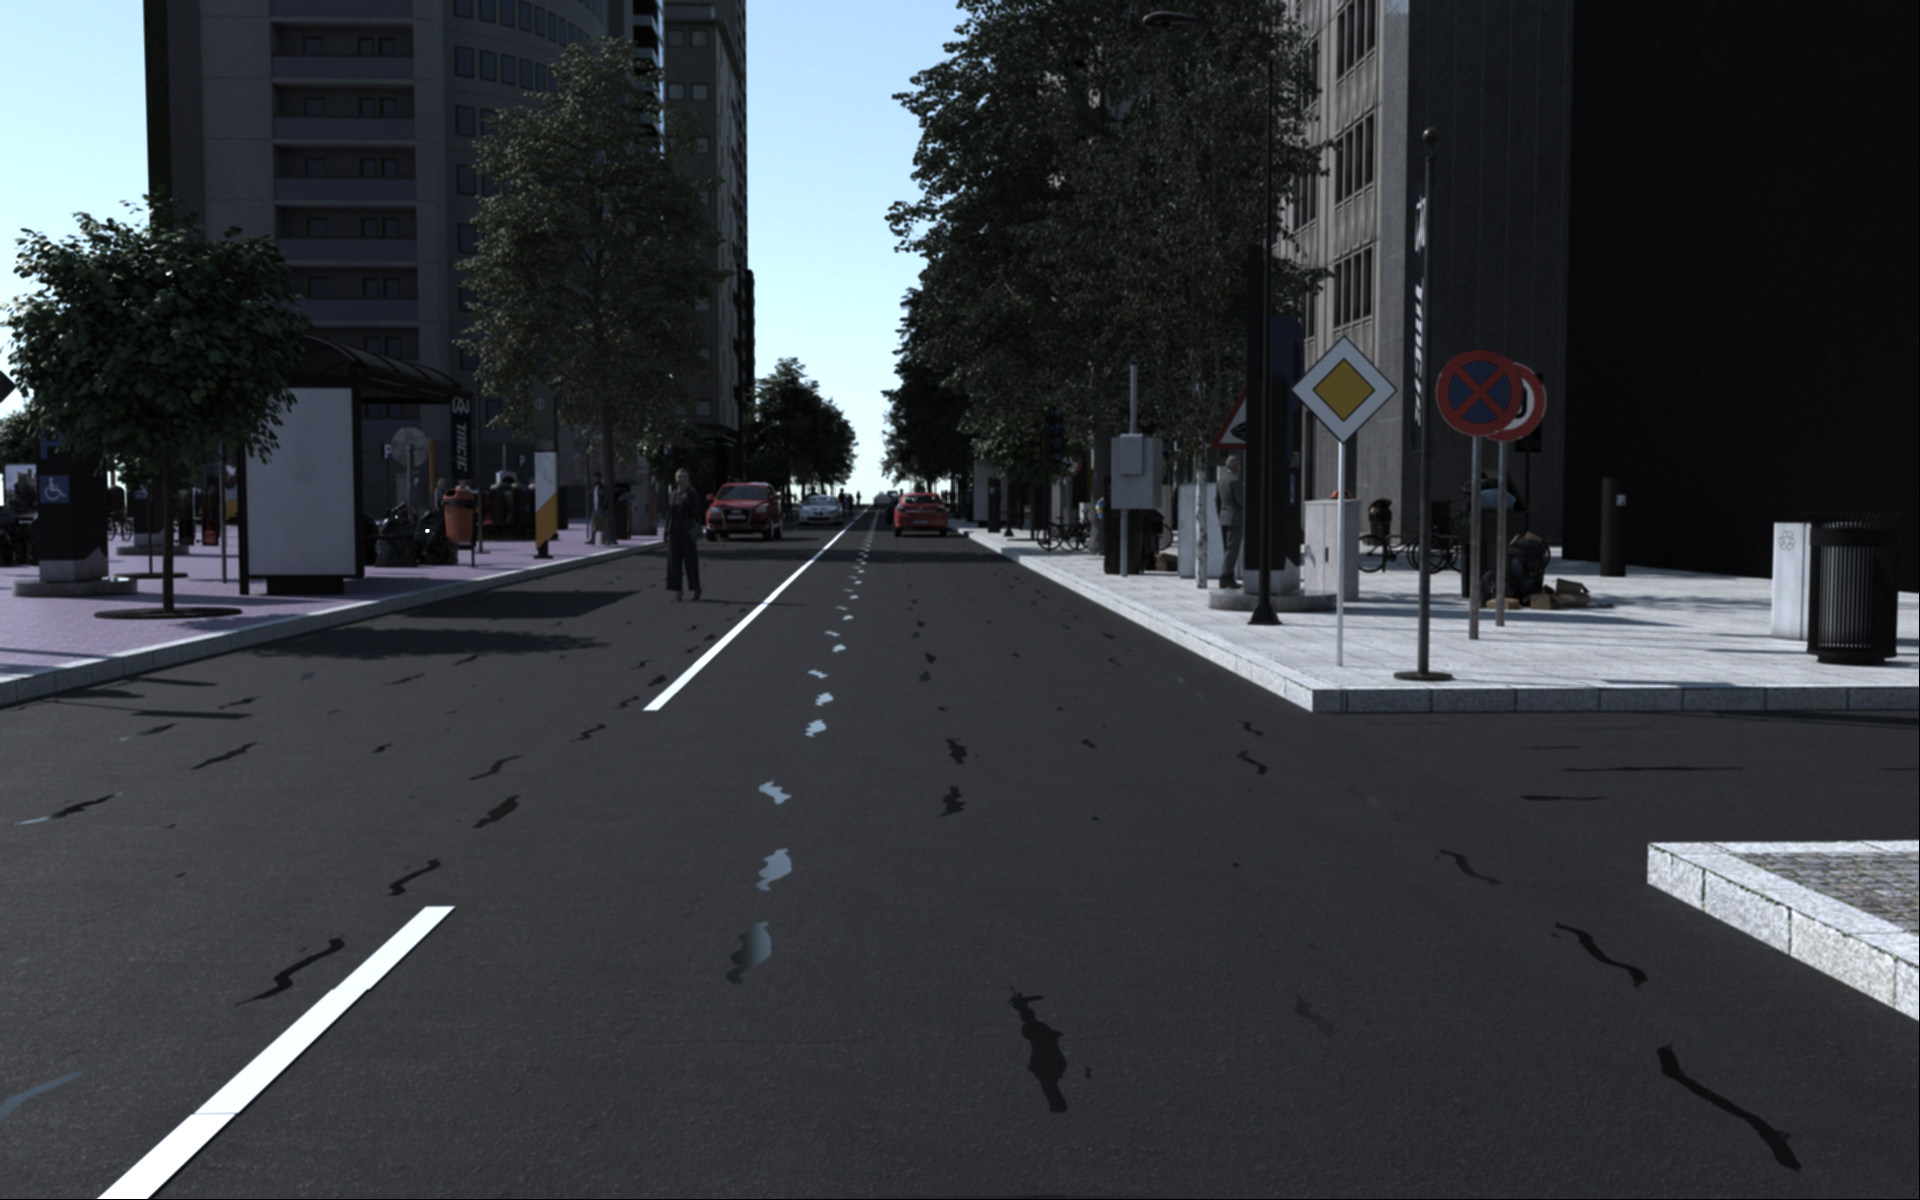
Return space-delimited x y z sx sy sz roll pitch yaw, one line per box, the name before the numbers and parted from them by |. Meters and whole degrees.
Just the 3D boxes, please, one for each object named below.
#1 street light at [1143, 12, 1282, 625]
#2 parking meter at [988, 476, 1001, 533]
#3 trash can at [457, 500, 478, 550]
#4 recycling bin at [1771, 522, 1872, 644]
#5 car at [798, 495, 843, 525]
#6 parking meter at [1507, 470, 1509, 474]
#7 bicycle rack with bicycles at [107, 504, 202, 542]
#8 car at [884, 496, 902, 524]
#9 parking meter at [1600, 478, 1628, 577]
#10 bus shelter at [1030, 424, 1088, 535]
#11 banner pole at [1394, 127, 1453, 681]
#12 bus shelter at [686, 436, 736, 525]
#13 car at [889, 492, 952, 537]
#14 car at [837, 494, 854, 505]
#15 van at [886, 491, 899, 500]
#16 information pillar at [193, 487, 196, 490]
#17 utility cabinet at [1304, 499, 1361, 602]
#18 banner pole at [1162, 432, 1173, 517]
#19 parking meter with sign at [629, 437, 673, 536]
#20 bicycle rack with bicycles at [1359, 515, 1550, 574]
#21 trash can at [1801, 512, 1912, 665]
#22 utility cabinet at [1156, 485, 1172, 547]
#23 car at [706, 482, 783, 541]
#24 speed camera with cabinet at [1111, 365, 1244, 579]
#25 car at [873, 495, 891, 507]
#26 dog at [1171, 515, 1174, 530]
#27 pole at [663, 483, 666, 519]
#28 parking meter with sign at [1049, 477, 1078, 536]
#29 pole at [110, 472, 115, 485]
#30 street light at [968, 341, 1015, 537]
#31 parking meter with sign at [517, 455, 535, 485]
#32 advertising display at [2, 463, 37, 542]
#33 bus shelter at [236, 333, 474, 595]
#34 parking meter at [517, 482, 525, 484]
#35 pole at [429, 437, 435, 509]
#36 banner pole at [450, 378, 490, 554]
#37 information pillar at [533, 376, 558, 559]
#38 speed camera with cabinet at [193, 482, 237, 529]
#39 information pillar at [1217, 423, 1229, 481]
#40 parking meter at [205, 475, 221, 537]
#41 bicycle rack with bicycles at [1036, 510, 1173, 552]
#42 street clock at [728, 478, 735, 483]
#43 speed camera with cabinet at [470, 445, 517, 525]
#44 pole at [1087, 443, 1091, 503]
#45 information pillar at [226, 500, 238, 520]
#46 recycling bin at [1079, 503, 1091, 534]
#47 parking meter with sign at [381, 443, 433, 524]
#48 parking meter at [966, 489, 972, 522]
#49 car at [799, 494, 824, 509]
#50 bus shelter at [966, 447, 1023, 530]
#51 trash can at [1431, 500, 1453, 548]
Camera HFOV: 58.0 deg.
street light | 2.463 -2.713 16.894 1.470 5.913 1.316 0 4 -3
parking meter | 1.144 -3.161 57.389 0.399 1.863 0.255 2 4 32
trash can | -11.527 -1.741 40.115 0.748 1.137 0.748 0 3 0
recycling bin | 7.671 -0.163 15.212 0.722 1.027 0.722 -1 4 -23
car | -6.482 -4.200 81.024 2.083 1.381 4.827 0 4 -1
parking meter | 12.110 -2.020 38.742 0.255 1.863 0.399 2 4 27
bicycle rack with bicycles | -21.774 -2.082 47.431 2.852 0.926 2.925 -3 5 -44
car | -2.713 -4.372 84.058 1.945 1.354 3.894 0 4 -1
parking meter | 10.162 -1.132 26.919 0.372 1.533 0.369 0 3 0
bus shelter | 3.093 -4.039 57.318 1.731 3.624 6.357 0 4 -3
banner pole | 3.243 -1.355 12.168 0.401 3.779 0.863 0 4 5
bus shelter | -10.496 -4.973 72.591 1.731 3.624 6.357 0 4 -2
car | -1.354 -3.085 59.478 2.155 1.783 4.494 0 4 -1
car | -13.311 -11.748 201.663 1.945 1.707 3.694 0 4 -1
van | -8.203 -12.403 209.797 2.013 2.044 4.112 0 4 -3
information pillar | -35.591 -5.433 80.184 0.504 3.616 0.183 1 4 22
utility cabinet | 4.501 -0.603 21.023 0.306 1.237 1.020 -1 4 -11
banner pole | 8.384 -4.905 70.212 0.863 3.779 0.401 -1 4 -19
parking meter with sign | -9.753 -3.503 53.535 1.738 3.016 0.543 2 4 24
bicycle rack with bicycles | 8.231 -0.921 28.446 2.925 0.926 2.852 2 4 35
trash can | 6.782 -0.091 13.149 0.748 1.137 0.748 0 3 0
utility cabinet | 4.470 -2.004 41.438 1.173 1.500 0.318 2 4 32
car | -6.779 -2.819 54.767 2.281 1.827 5.304 0 4 -1
speed camera with cabinet | 3.376 -1.970 26.542 2.038 3.252 0.660 1 4 22
car | -8.745 -11.134 194.407 2.083 1.381 4.827 0 4 -1
dog | 7.638 -2.947 62.563 0.800 0.831 0.513 1 4 19
pole | -14.928 -5.722 87.401 0.158 3.312 0.155 0 3 0
parking meter with sign | 3.116 -3.485 53.235 0.543 3.016 1.738 -1 4 -22
pole | -40.264 -5.412 82.335 0.158 3.312 0.155 0 3 0
street light | 0.931 -4.864 52.070 1.470 5.913 1.316 0 4 -3
parking meter with sign | -18.611 -4.901 76.389 1.738 3.016 0.543 1 4 19
advertising display | -19.096 -1.850 35.456 0.974 1.923 0.123 1 4 9
bus shelter | -8.500 -1.865 24.420 2.014 3.302 5.546 0 4 -2
parking meter | -21.923 -4.957 86.765 0.255 1.863 0.399 0 4 -1
pole | -19.011 -4.193 62.403 0.158 3.312 0.155 0 3 0
banner pole | -10.559 -2.889 37.258 0.863 3.779 0.401 -3 4 -38
information pillar | -8.211 -2.627 34.303 0.504 3.616 0.183 1 4 21
speed camera with cabinet | -27.536 -4.283 64.358 2.038 3.252 0.660 1 4 17
information pillar | 7.781 -3.666 51.295 0.504 3.616 0.183 -3 5 -45
parking meter | -22.214 -2.804 51.550 0.399 1.863 0.255 -2 4 -28
bicycle rack with bicycles | 3.045 -1.560 38.894 2.925 0.926 2.852 2 4 25
street clock | -10.394 -4.503 78.186 0.358 2.002 0.471 2 4 35
speed camera with cabinet | -18.716 -4.559 68.881 2.038 3.252 0.660 -2 4 -32
pole | 5.094 -4.579 68.703 0.158 3.312 0.155 0 3 0
information pillar | -30.636 -4.981 72.788 0.504 3.616 0.183 0 4 -8
recycling bin | 3.913 -2.347 50.926 0.722 1.027 0.722 0 4 -5
parking meter with sign | -18.938 -3.864 59.444 1.738 3.016 0.543 1 4 19
parking meter | 0.476 -4.360 79.692 0.372 1.533 0.369 0 3 0
car | -9.198 -6.103 110.007 2.015 1.641 3.980 0 4 -1
bus shelter | 1.347 -4.285 63.980 2.014 3.302 5.546 0 4 -3
trash can | 11.368 -1.814 41.312 0.748 1.137 0.748 0 3 0
